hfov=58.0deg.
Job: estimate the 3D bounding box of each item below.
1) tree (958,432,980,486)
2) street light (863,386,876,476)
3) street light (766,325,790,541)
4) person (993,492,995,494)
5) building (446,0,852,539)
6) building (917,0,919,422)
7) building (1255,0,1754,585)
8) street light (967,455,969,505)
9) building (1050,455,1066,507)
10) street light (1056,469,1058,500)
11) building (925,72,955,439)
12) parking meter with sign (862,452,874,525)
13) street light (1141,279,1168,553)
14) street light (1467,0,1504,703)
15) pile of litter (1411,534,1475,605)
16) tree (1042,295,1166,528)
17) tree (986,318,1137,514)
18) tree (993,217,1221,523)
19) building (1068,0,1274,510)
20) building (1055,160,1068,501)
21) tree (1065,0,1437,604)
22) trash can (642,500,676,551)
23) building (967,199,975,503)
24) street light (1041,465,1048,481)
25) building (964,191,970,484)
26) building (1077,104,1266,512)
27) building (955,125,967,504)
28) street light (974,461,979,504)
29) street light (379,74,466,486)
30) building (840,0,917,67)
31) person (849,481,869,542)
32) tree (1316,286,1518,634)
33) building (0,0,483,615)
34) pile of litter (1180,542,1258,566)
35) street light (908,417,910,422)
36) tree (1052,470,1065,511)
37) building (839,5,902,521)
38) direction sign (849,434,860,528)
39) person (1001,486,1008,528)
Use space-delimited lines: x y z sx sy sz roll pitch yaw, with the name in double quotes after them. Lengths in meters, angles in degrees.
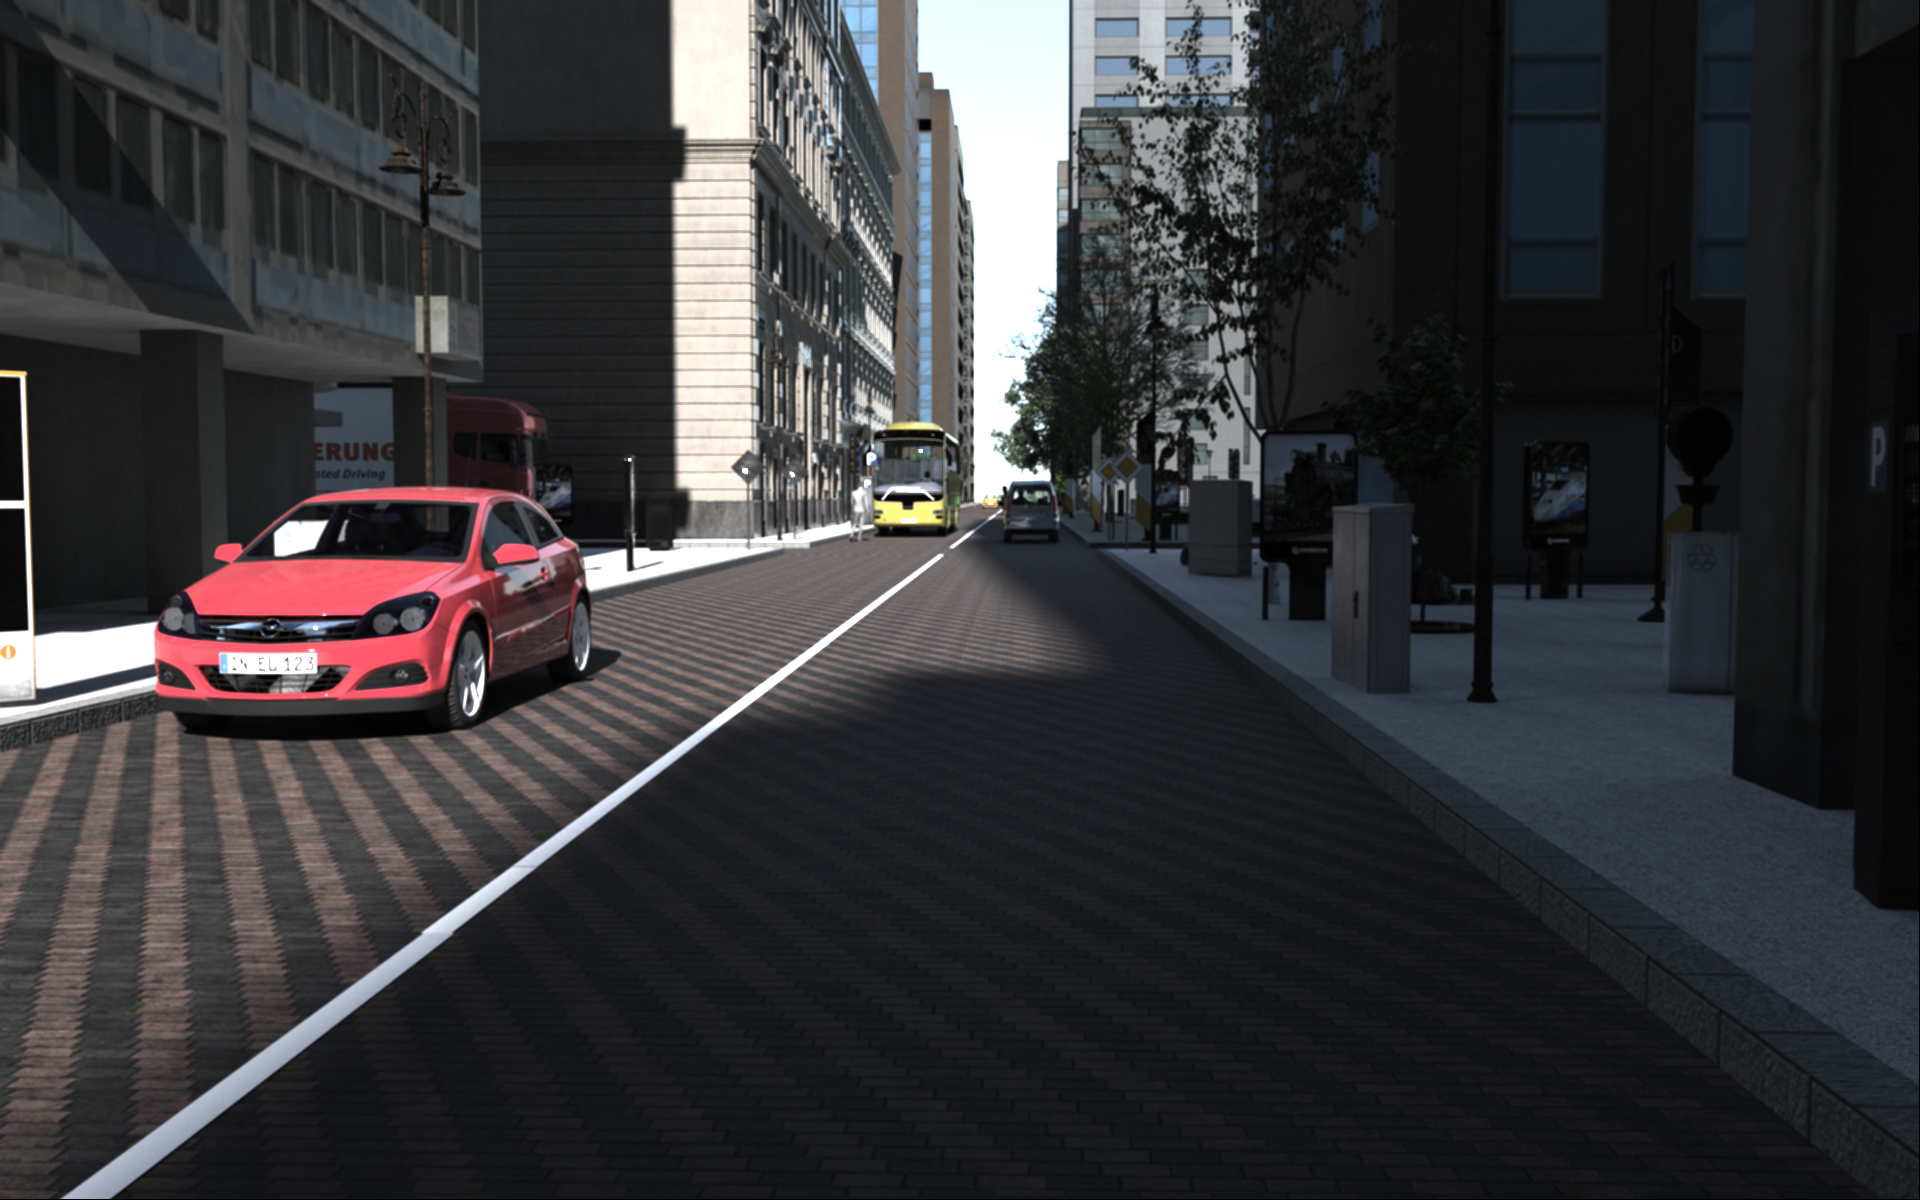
0.059 -15.238 199.509 4.360 8.622 3.978 0 3 0 "tree"
-3.890 -6.225 74.569 0.468 5.910 1.993 0 4 2 "street light"
-4.980 -4.578 47.633 0.468 5.910 1.993 0 4 2 "street light"
5.188 -15.794 267.421 1.217 1.739 0.721 3 4 36 "person"
-11.015 -16.097 60.444 12.463 27.353 25.104 0 4 2 "building"
-12.308 -44.773 170.288 20.563 71.187 20.611 0 4 2 "building"
13.154 -23.216 29.695 14.600 45.320 14.200 0 4 2 "building"
0.897 -14.350 207.404 0.468 5.910 1.993 0 4 2 "street light"
26.350 -23.915 236.042 27.650 21.520 28.899 0 4 2 "building"
8.032 -10.453 143.701 0.468 5.910 1.993 0 4 2 "street light"
-7.737 -32.921 188.373 14.600 45.320 14.200 0 4 2 "building"
-3.805 -4.616 71.728 0.543 3.016 1.738 0 4 6 "parking meter with sign"
4.195 -3.957 37.487 0.468 5.910 1.993 0 4 2 "street light"
3.233 -2.309 10.546 0.468 5.910 1.993 0 4 2 "street light"
5.437 -0.408 20.631 1.176 0.858 1.719 -2 4 -31 "pile of litter"
5.516 -7.032 65.342 4.737 8.622 4.395 0 3 0 "tree"
6.865 -11.847 110.704 9.611 12.733 9.660 0 3 0 "tree"
6.654 -10.250 77.960 12.009 13.543 11.850 0 3 0 "tree"
20.046 -37.352 152.705 21.231 58.520 28.212 0 4 2 "building"
18.872 -32.456 214.244 14.154 41.232 14.086 0 4 2 "building"
3.589 -4.278 20.308 4.360 8.622 3.978 0 3 0 "tree"
-6.787 -1.679 39.104 0.748 1.137 0.748 0 3 0 "trash can"
-8.679 -39.507 269.643 21.300 48.544 21.600 0 4 2 "building"
11.007 -15.538 226.830 0.468 5.910 1.993 0 4 2 "street light"
-9.943 -36.030 243.722 22.147 44.769 28.867 0 4 2 "building"
15.957 -22.072 132.575 14.160 30.474 14.107 0 4 2 "building"
-10.487 -36.320 217.529 21.300 48.544 21.600 0 4 2 "building"
1.942 -16.023 234.757 0.468 5.910 1.993 0 4 2 "street light"
-6.053 -2.868 19.678 0.468 5.910 1.993 0 4 2 "street light"
-10.518 -29.310 129.335 14.600 45.320 14.200 0 4 2 "building"
-3.020 -2.660 52.106 0.709 1.813 0.853 2 4 23 "person"
4.418 -1.319 16.162 1.663 3.219 1.824 0 3 0 "tree"
-19.110 -20.045 19.612 23.993 40.220 32.217 0 4 2 "building"
4.693 -1.059 31.286 1.719 0.858 1.176 -2 4 -25 "pile of litter"
-3.001 -7.904 102.015 0.468 5.910 1.993 0 4 2 "street light"
7.698 -8.552 134.433 1.663 3.219 1.824 0 3 0 "tree"
-13.011 -19.486 95.015 17.030 29.872 44.131 0 4 2 "building"
-3.970 -4.481 65.260 0.379 3.537 0.876 1 4 20 "direction sign"
1.972 -3.913 72.826 0.721 1.781 0.623 -3 5 -39 "person"
